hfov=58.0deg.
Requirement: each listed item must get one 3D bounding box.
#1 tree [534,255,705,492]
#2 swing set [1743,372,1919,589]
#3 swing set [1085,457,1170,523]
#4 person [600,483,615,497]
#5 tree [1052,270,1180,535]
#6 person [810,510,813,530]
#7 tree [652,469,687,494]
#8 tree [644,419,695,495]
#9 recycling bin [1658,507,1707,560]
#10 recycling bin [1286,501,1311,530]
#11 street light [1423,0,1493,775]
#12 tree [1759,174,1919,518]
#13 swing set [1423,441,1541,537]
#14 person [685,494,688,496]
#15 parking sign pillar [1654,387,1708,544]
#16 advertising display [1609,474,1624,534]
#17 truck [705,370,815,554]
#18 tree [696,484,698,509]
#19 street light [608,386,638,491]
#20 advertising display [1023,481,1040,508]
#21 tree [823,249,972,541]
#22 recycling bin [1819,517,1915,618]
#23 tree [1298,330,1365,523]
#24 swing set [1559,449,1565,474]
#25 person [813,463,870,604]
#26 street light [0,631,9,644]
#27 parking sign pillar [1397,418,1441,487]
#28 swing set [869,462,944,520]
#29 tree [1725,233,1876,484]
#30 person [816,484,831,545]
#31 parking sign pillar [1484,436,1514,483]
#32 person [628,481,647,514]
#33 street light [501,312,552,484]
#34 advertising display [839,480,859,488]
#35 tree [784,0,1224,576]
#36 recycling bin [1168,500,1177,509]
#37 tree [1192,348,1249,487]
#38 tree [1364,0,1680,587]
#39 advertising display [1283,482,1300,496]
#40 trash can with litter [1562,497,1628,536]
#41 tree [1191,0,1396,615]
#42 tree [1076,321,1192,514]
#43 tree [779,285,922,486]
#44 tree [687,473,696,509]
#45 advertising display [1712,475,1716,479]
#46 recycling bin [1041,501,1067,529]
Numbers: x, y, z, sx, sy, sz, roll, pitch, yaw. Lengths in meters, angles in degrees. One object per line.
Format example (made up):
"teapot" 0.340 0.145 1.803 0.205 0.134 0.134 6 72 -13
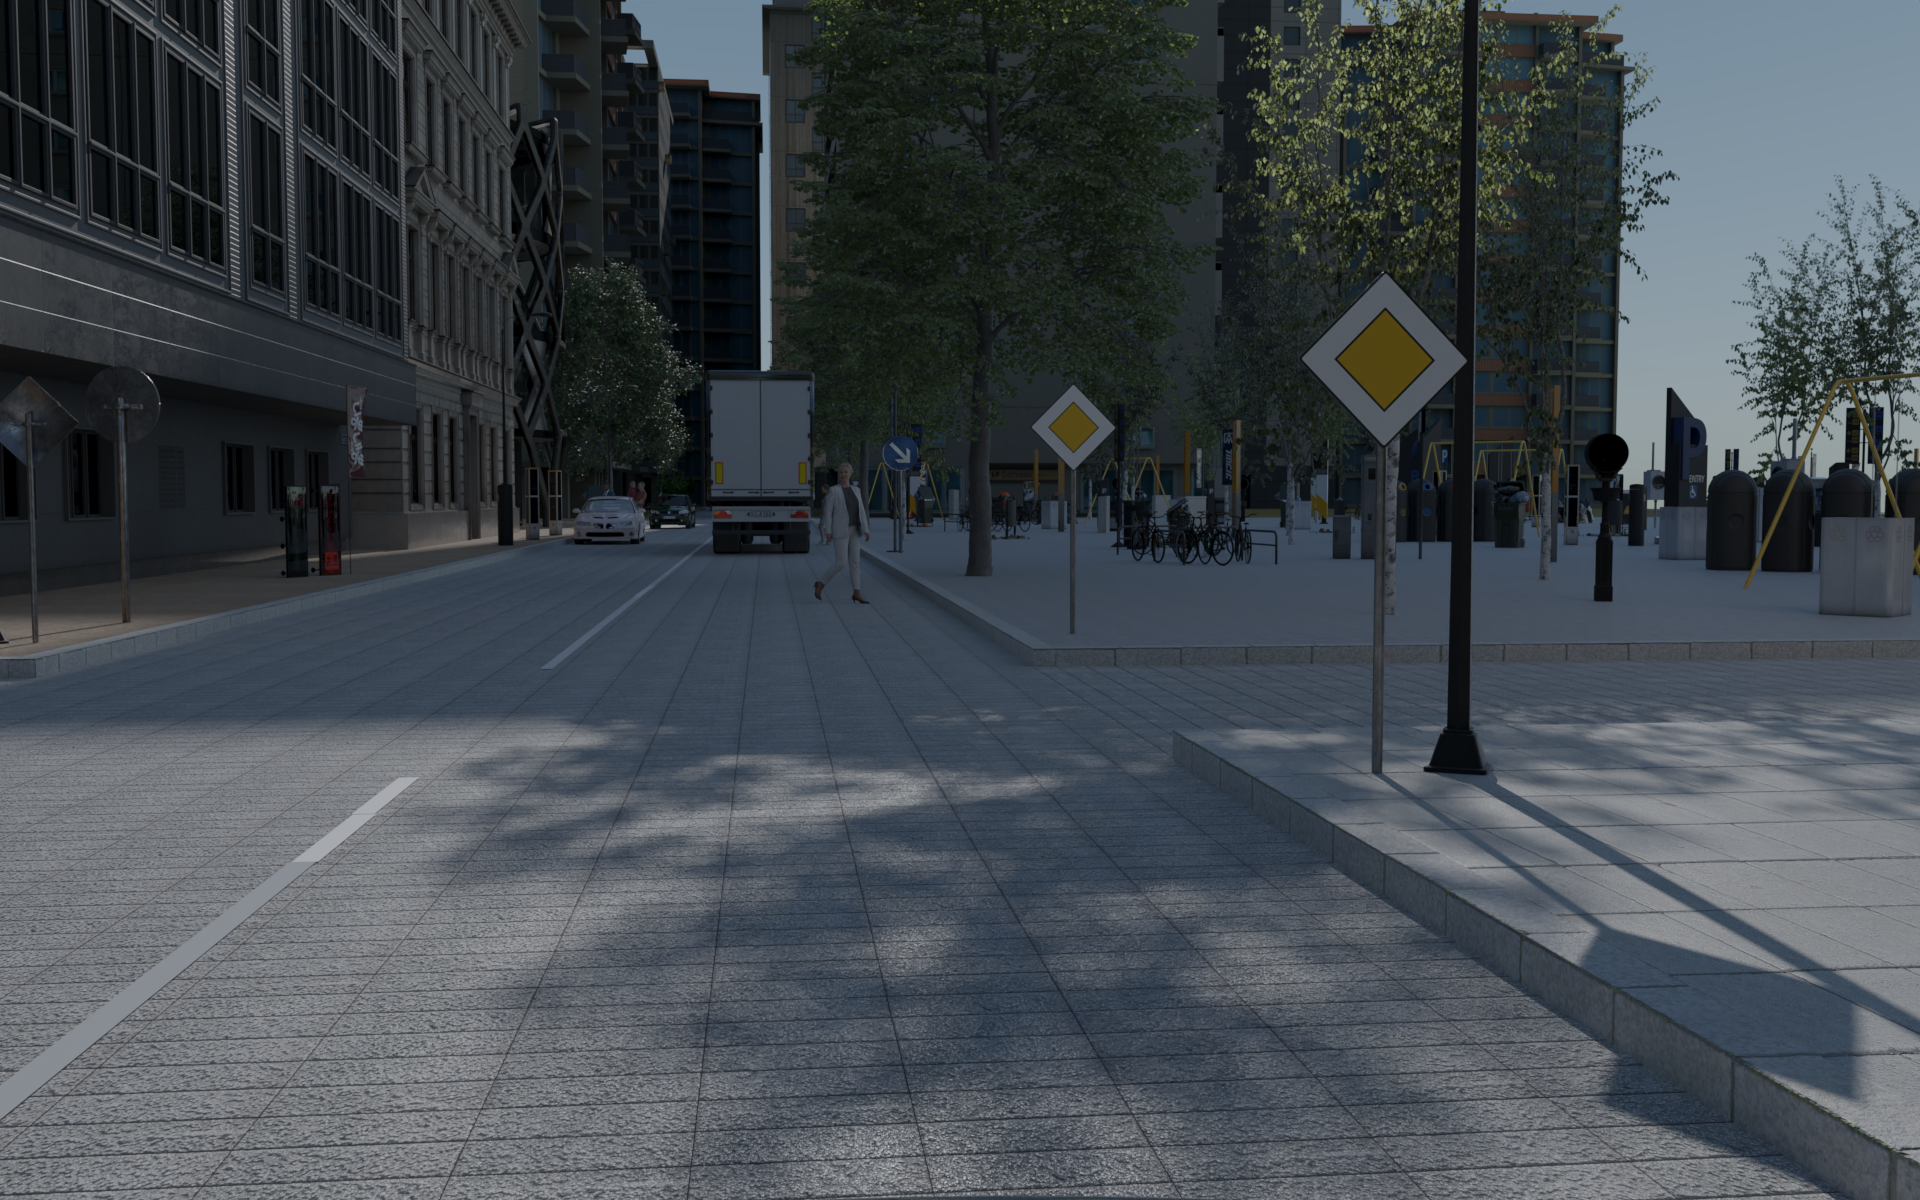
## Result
"tree" -17.033 -10.189 83.591 9.611 12.733 9.660 0 3 0
"swing set" 12.282 -1.517 22.423 2.862 2.851 3.119 -1 4 -11
"swing set" 7.417 -4.725 74.879 2.862 2.851 3.119 -2 4 -28
"person" -11.400 -2.877 55.729 0.721 1.800 0.419 1 4 18
"tree" 5.108 -6.354 54.244 4.360 8.622 3.978 0 3 0
"person" -6.239 -3.698 69.151 0.728 1.800 0.709 1 4 14
"tree" -20.471 -7.729 120.978 1.663 3.219 1.824 0 3 0
"tree" -21.629 -10.742 125.995 4.737 8.622 4.395 0 3 0
"recycling bin" 14.218 -1.310 33.972 0.722 1.027 0.722 0 4 -7
"recycling bin" 12.288 -3.078 62.880 0.722 1.027 0.722 -1 4 -10
"street light" 1.783 -2.159 7.838 1.470 5.913 1.316 0 4 -6
"tree" 20.641 -5.427 39.094 4.360 8.622 3.978 0 3 0
"swing set" 15.287 -3.308 51.710 3.119 2.851 2.862 3 5 39
"person" -16.764 -5.751 105.748 0.599 1.433 0.991 0 4 -6
"parking sign pillar" 18.507 -3.404 44.134 1.447 3.967 1.447 -3 4 -37
"advertising display" 21.031 -3.078 55.532 0.123 1.923 0.974 0 4 2
"truck" -5.163 -3.429 44.974 2.839 4.237 11.283 0 4 -6
"tree" -23.893 -9.738 153.817 1.663 3.219 1.824 0 3 0
"street light" -14.485 -6.219 74.221 1.470 5.913 1.316 0 4 -6
"advertising display" 3.530 -4.925 85.734 0.974 1.923 0.123 3 5 42
"tree" -1.549 -5.906 46.933 4.737 8.622 4.395 0 3 0
"recycling bin" 9.640 -0.359 18.417 0.722 1.027 0.722 -3 5 -45
"tree" 16.092 -7.730 76.748 4.737 8.622 4.395 0 3 0
"swing set" 19.545 -3.864 60.798 3.119 2.851 2.862 3 4 37
"person" -1.549 -0.878 22.734 0.818 1.842 0.514 2 4 31
"street light" -7.809 -2.578 14.694 1.470 5.913 1.316 0 4 -6
"parking sign pillar" 16.497 -4.462 61.423 1.447 3.967 1.447 -3 5 -42
"swing set" -2.683 -5.357 85.201 3.119 2.851 2.862 3 4 38
"tree" 24.117 -6.096 50.037 4.737 8.622 4.395 0 3 0
"person" -3.755 -2.392 48.608 0.522 1.701 0.512 0 4 2
"parking sign pillar" 25.062 -5.634 80.580 1.447 3.967 1.447 -1 4 -17
"person" -10.056 -2.777 53.885 0.580 1.828 0.573 -1 4 -19
"street light" -11.105 -4.388 44.284 1.470 5.913 1.316 0 4 -6
"advertising display" -5.128 -4.603 80.467 0.974 1.923 0.123 1 4 13
"tree" 0.622 -6.665 27.105 7.486 12.596 7.792 0 3 0
"recycling bin" 9.962 -4.055 78.852 0.722 1.027 0.722 3 5 41
"tree" 12.406 -8.327 86.510 4.737 8.622 4.395 0 3 0
"tree" 8.558 -4.614 25.797 4.360 8.622 3.978 0 3 0
"advertising display" 17.557 -5.299 91.849 0.123 1.923 0.974 -3 5 -45
"trash can with litter" 19.543 -2.558 52.882 2.233 1.210 1.678 1 4 12
"tree" 4.562 -4.165 18.463 4.360 8.622 3.978 0 3 0
"tree" 6.655 -7.250 68.896 4.737 8.622 4.395 0 3 0
"tree" -4.865 -8.470 72.896 7.601 10.594 8.767 -1 4 -20
"tree" -21.808 -8.569 134.712 1.663 3.219 1.824 0 3 0
"advertising display" 26.405 -3.329 59.639 0.974 1.923 0.123 0 4 5
"recycling bin" 3.446 -3.111 63.424 0.722 1.027 0.722 -2 4 -24
